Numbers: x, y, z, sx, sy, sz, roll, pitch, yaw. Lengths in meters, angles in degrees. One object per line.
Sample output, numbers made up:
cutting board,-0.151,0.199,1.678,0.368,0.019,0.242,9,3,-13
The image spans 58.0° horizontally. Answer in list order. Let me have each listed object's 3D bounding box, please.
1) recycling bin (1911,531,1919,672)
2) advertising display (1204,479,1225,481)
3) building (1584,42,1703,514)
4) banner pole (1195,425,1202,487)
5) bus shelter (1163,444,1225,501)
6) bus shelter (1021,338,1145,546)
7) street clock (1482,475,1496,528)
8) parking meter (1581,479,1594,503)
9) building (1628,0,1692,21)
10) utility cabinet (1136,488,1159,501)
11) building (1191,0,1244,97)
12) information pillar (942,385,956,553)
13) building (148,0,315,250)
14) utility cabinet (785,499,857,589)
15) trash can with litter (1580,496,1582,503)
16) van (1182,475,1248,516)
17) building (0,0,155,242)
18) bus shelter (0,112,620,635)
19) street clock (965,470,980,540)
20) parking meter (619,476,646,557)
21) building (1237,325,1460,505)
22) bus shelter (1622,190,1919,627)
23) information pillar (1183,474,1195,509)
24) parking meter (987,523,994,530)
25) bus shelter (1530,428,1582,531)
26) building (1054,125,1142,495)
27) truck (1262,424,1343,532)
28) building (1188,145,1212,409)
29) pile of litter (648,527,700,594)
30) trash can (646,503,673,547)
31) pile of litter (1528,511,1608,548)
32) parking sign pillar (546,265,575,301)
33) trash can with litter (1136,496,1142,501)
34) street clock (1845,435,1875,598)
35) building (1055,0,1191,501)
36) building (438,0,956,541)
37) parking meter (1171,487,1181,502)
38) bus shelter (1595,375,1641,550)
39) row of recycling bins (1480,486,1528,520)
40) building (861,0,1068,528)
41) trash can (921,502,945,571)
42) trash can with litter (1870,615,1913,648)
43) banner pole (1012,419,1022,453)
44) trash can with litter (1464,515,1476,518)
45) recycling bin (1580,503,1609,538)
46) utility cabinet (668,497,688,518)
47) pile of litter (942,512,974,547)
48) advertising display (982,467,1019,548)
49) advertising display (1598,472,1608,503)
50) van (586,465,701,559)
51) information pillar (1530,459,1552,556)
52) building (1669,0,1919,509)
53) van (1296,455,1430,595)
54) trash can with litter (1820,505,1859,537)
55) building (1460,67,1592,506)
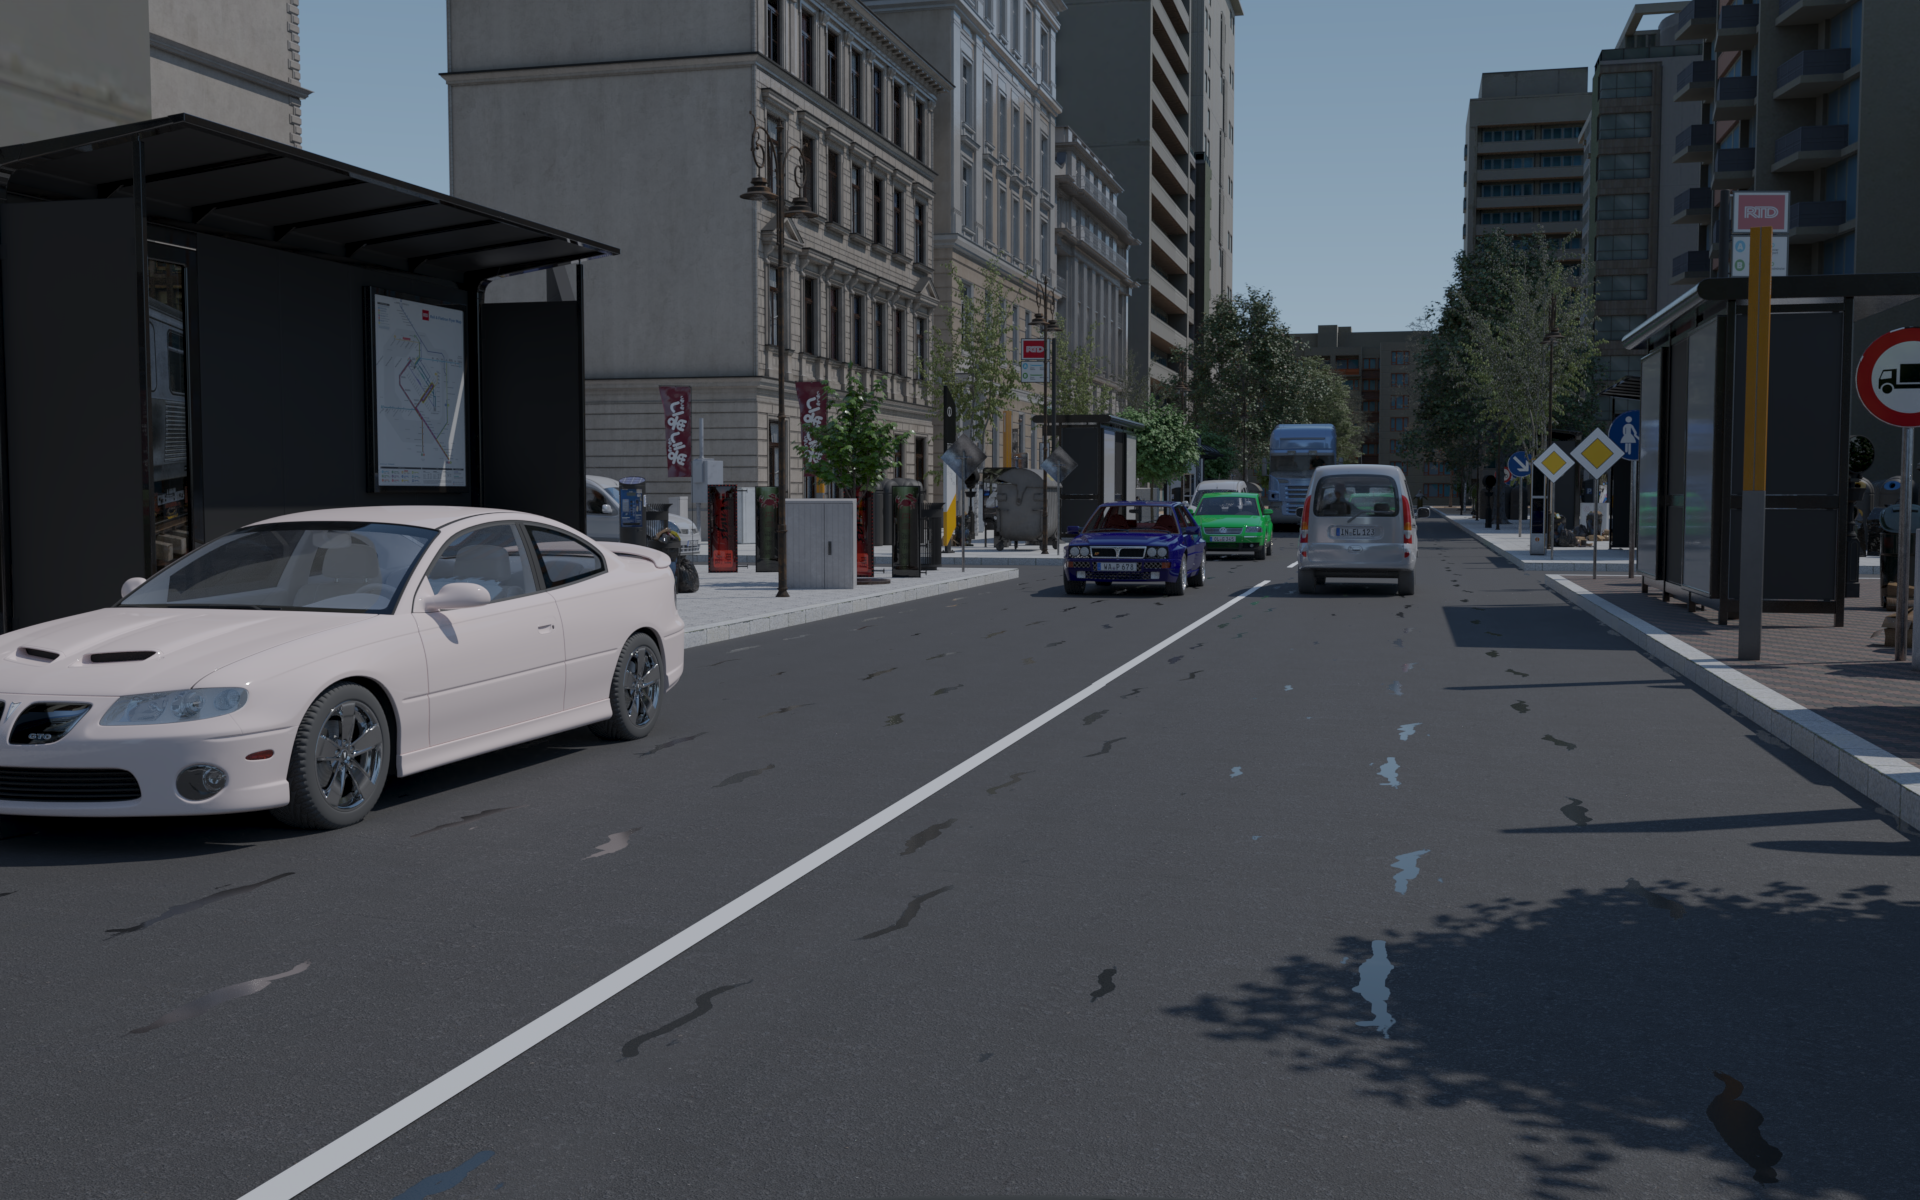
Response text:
recycling bin,7.389,0.002,12.518,0.722,1.027,0.722,-3,5,-45
advertising display,10.520,-4.080,71.930,0.974,1.923,0.123,0,4,-6
building,48.744,-20.968,114.527,14.160,30.474,14.107,1,4,14
banner pole,8.734,-4.494,63.488,0.401,3.779,0.863,1,4,21
bus shelter,9.097,-4.534,68.049,2.014,3.302,5.546,1,4,14
bus shelter,3.287,-4.246,47.055,2.179,5.291,8.768,1,4,15
street clock,19.994,-3.725,65.476,0.471,2.002,0.358,-1,4,-15
parking meter,23.970,-3.700,66.212,0.399,1.863,0.255,-1,4,-9
building,62.247,-26.835,130.636,32.217,40.220,23.993,1,4,14
utility cabinet,6.574,-3.292,62.500,1.173,1.500,0.318,1,4,23
building,11.858,-35.299,166.380,27.495,52.752,28.713,1,4,14
information pillar,-0.230,-2.824,37.534,0.183,3.616,0.504,2,4,24
building,-33.084,-14.010,57.945,19.941,23.489,11.050,1,4,14
utility cabinet,-1.929,-0.754,23.492,1.020,1.237,0.306,0,4,7
trash can with litter,35.742,-5.378,98.992,2.233,1.210,1.678,-1,4,-10
van,7.578,-2.672,50.705,2.013,2.044,4.112,1,4,15
building,-23.392,-23.863,13.859,21.600,48.544,21.300,1,4,14
bus shelter,-4.849,-1.386,13.937,1.731,3.624,6.357,1,4,14
street clock,0.302,-2.708,48.853,0.471,2.002,0.358,2,4,32
parking meter,-4.608,-0.977,24.393,0.372,1.533,0.369,0,3,0
building,45.954,-22.452,212.124,28.899,21.520,27.650,1,4,14
bus shelter,9.268,-2.638,20.759,2.179,5.291,8.768,1,4,14
information pillar,8.242,-3.542,62.396,0.304,2.012,0.304,2,4,34
parking meter,1.133,-3.256,61.639,0.372,1.533,0.369,0,3,0
bus shelter,21.726,-4.430,63.713,1.731,3.624,6.357,1,4,14
building,1.831,-15.650,97.673,13.314,21.916,24.055,1,4,14
truck,14.569,-5.055,72.411,2.967,4.110,18.799,1,4,13
building,12.686,-22.629,141.691,14.160,30.474,14.107,1,4,14
pile of litter,-4.024,-0.505,22.225,1.176,0.858,1.719,3,4,36
trash can,-4.706,-0.887,26.151,0.748,1.137,0.748,0,3,0
pile of litter,14.687,-1.732,42.280,1.176,0.858,1.719,-1,4,-19
parking sign pillar,-4.306,-1.823,18.274,1.447,3.967,1.447,-1,4,-22
trash can with litter,7.205,-3.793,73.072,1.678,1.210,2.233,1,4,11
street clock,11.022,-1.032,21.441,0.471,2.002,0.358,-1,4,-12
building,4.584,-30.640,124.673,21.300,48.544,21.600,1,4,14
building,-7.672,-11.717,56.196,10.561,19.102,19.286,1,4,14
parking meter,7.940,-3.372,63.538,0.372,1.533,0.369,0,3,0
bus shelter,14.761,-2.796,37.004,1.731,3.624,6.357,1,4,15
row of recycling bins,27.388,-4.905,87.310,1.069,1.692,3.534,-1,4,-15
building,-3.825,-17.695,75.221,13.634,28.700,20.117,1,4,14
trash can,-0.610,-1.074,29.211,0.748,1.137,0.748,0,3,0
trash can with litter,8.146,-0.180,14.327,1.055,1.170,0.624,3,5,39
banner pole,1.907,-4.155,57.947,0.401,3.779,0.863,-2,4,-24
trash can with litter,28.302,-5.037,93.413,1.678,1.210,2.233,-3,4,-38
recycling bin,17.998,-2.237,49.133,0.722,1.027,0.722,2,4,24
utility cabinet,-6.941,-1.926,42.650,0.306,1.237,1.020,0,4,2
pile of litter,-0.190,-1.760,42.747,1.176,0.858,1.719,1,4,12
advertising display,0.993,-2.224,41.572,0.974,1.923,0.123,2,4,29
advertising display,18.856,-2.797,50.939,0.123,1.923,0.974,2,4,34
van,-7.252,-1.693,34.689,4.112,2.044,2.013,1,4,14
information pillar,12.107,-1.939,36.201,0.304,2.012,0.304,2,4,28
building,44.725,-25.876,77.693,22.147,44.769,28.867,1,4,14
van,6.037,-1.167,26.097,2.013,2.044,4.112,1,4,15
trash can with litter,12.516,-0.826,24.890,0.624,1.170,1.055,1,4,19
building,69.291,-35.291,200.709,21.600,48.544,21.300,1,4,14
